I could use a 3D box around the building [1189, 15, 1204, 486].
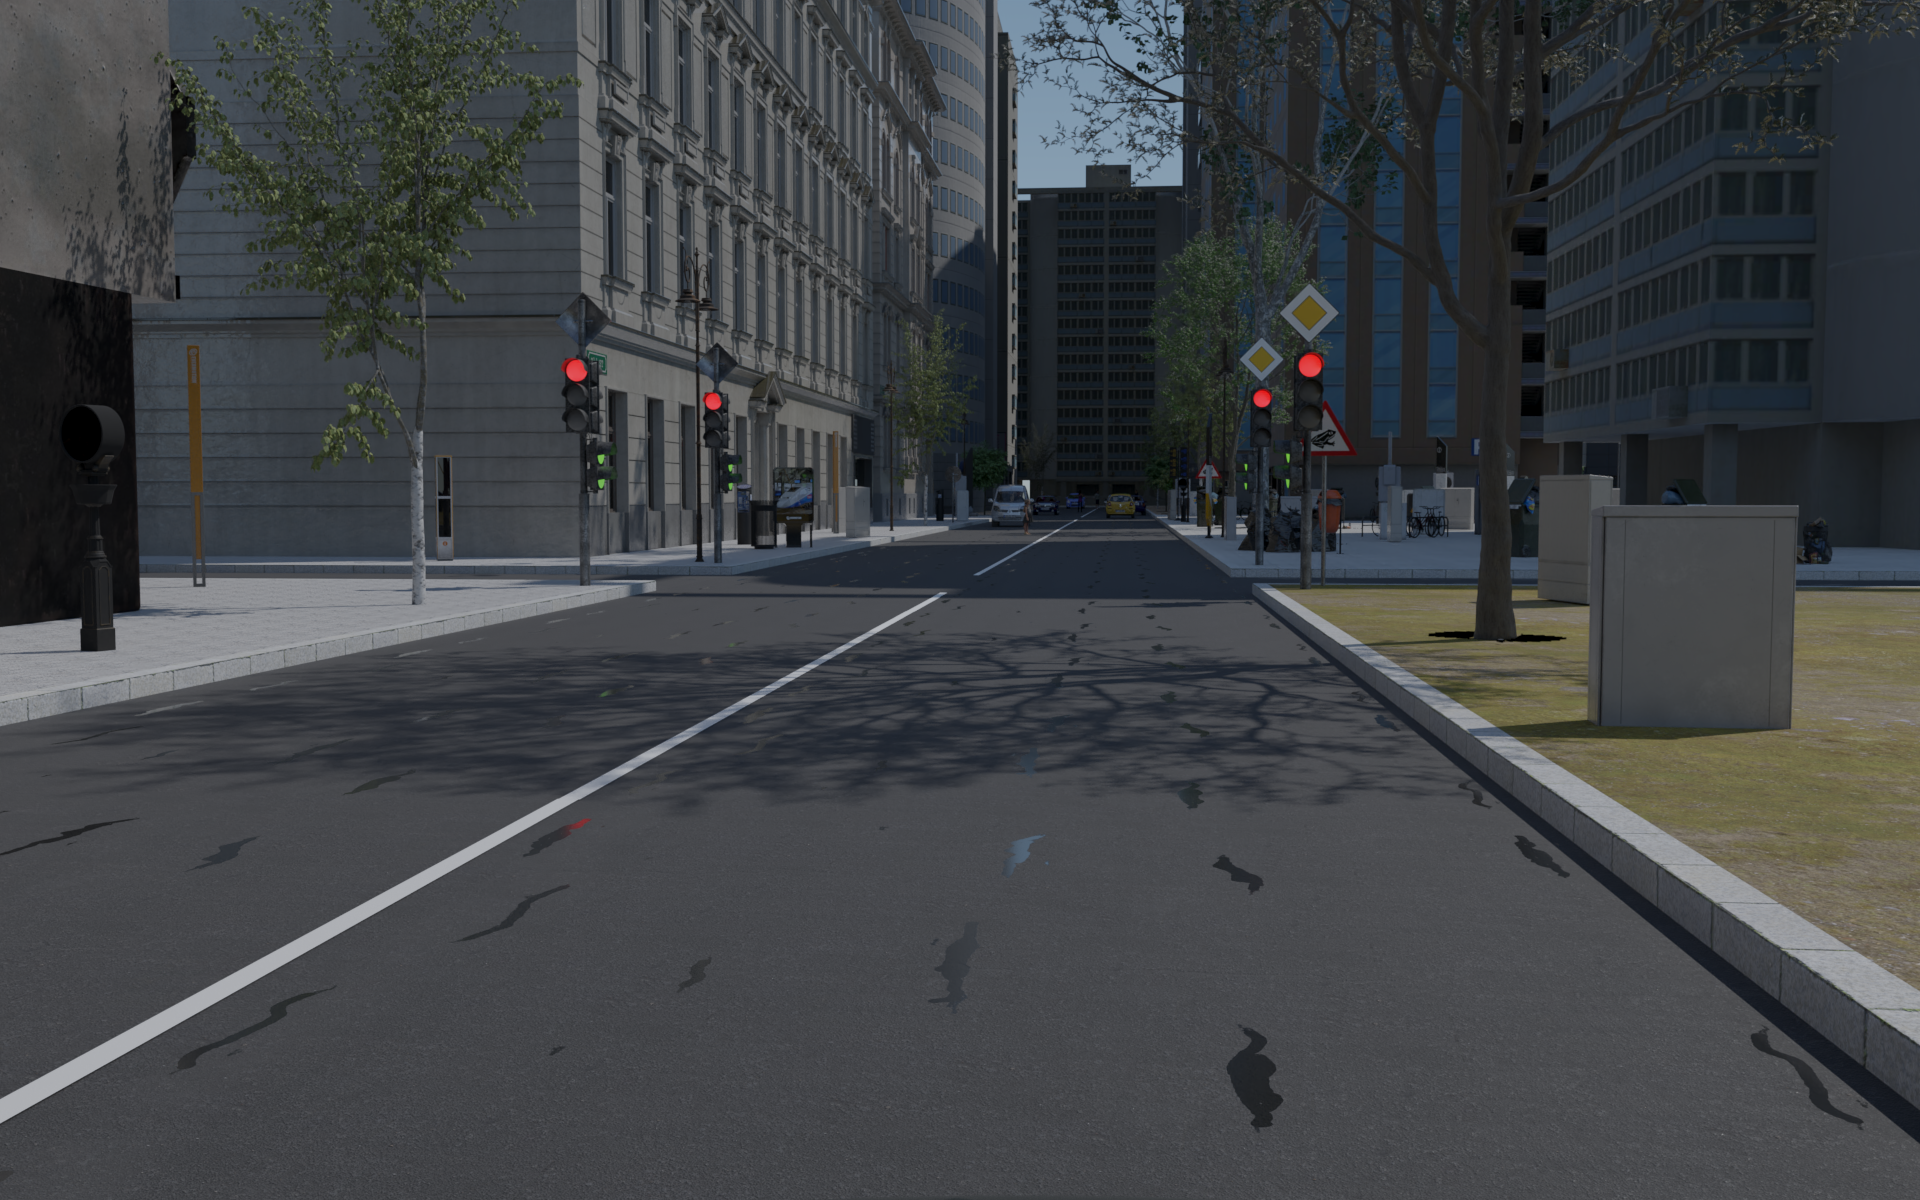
[{"bbox_3d":[29.856,-31.435,133.563,23.786,49.044,30.456,0,4,5],"label":"building"}]

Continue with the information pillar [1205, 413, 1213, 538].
[{"bbox_3d":[7.207,-3.595,50.137,0.183,3.616,0.504,1,4,18],"label":"information pillar"}]

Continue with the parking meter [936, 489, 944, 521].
[{"bbox_3d":[-0.949,-4.503,82.031,0.372,1.533,0.369,0,3,0],"label":"parking meter"}]

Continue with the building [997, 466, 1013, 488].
[{"bbox_3d":[-6.021,-43.244,145.289,20.563,71.187,20.611,0,4,5],"label":"building"}]

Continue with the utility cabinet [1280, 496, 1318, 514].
[{"bbox_3d":[9.237,-2.201,47.140,1.020,1.237,0.306,1,4,12],"label":"utility cabinet"}]

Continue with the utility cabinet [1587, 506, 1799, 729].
[{"bbox_3d":[4.052,0.094,9.618,1.020,1.237,0.306,0,4,8],"label":"utility cabinet"}]

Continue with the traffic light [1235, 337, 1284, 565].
[{"bbox_3d":[5.388,-2.584,31.172,0.839,4.253,0.868,0,4,5],"label":"traffic light"}]

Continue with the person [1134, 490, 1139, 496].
[{"bbox_3d":[14.928,-8.476,147.089,0.705,1.822,1.348,-2,4,-24],"label":"person"}]

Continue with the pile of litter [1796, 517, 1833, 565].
[{"bbox_3d":[15.601,-1.112,32.145,1.719,0.858,1.176,-3,5,-43],"label":"pile of litter"}]

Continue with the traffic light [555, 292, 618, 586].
[{"bbox_3d":[-5.231,-2.154,24.134,0.839,4.253,0.868,0,4,5],"label":"traffic light"}]

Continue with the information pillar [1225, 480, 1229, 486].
[{"bbox_3d":[13.908,-5.246,90.271,0.304,2.012,0.304,2,4,33],"label":"information pillar"}]

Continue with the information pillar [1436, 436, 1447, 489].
[{"bbox_3d":[19.425,-4.805,69.922,0.183,3.616,0.504,-3,4,-37],"label":"information pillar"}]

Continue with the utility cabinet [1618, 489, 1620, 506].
[{"bbox_3d":[25.964,-3.690,69.008,0.318,1.500,1.173,-2,4,-33],"label":"utility cabinet"}]

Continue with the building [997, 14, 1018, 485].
[{"bbox_3d":[-5.468,-33.459,170.751,21.600,48.544,21.300,0,4,5],"label":"building"}]

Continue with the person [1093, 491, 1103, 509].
[{"bbox_3d":[13.074,-9.472,164.151,1.217,1.735,0.721,-2,4,-35],"label":"person"}]

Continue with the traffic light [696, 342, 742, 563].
[{"bbox_3d":[-4.481,-2.640,32.084,0.839,4.253,0.868,0,4,5],"label":"traffic light"}]

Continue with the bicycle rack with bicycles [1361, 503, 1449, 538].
[{"bbox_3d":[13.513,-2.348,51.772,2.925,0.926,2.852,-2,4,-35],"label":"bicycle rack with bicycles"}]

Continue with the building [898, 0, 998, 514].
[{"bbox_3d":[-8.859,-35.424,121.173,21.231,58.520,28.212,0,4,5],"label":"building"}]

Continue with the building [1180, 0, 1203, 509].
[{"bbox_3d":[31.417,-37.953,162.536,21.231,58.520,28.212,0,4,5],"label":"building"}]

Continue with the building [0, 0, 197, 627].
[{"bbox_3d":[-17.796,-8.969,14.097,16.811,18.784,16.820,0,4,5],"label":"building"}]

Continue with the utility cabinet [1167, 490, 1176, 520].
[{"bbox_3d":[10.452,-4.699,85.501,0.318,1.500,1.173,0,4,0],"label":"utility cabinet"}]

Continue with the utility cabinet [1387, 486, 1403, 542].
[{"bbox_3d":[11.673,-2.311,46.469,0.318,1.500,1.173,1,4,9],"label":"utility cabinet"}]

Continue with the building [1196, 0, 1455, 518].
[{"bbox_3d":[22.871,-28.241,111.855,14.600,45.320,14.200,0,4,5],"label":"building"}]

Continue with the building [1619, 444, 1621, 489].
[{"bbox_3d":[61.659,-44.422,164.556,20.611,71.187,20.563,0,4,5],"label":"building"}]

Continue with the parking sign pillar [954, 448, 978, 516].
[{"bbox_3d":[0.346,-6.821,99.989,1.447,3.967,1.447,1,4,19],"label":"parking sign pillar"}]

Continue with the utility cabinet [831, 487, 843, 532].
[{"bbox_3d":[-3.735,-3.001,57.744,1.173,1.500,0.318,-3,5,-40],"label":"utility cabinet"}]

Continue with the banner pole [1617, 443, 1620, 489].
[{"bbox_3d":[29.822,-5.412,78.497,0.401,3.779,0.863,1,4,20],"label":"banner pole"}]

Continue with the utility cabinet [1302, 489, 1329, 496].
[{"bbox_3d":[16.392,-4.361,79.976,1.173,1.500,0.318,2,4,30],"label":"utility cabinet"}]

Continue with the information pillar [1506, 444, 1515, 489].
[{"bbox_3d":[25.185,-5.389,79.469,0.504,3.616,0.183,-1,4,-15],"label":"information pillar"}]

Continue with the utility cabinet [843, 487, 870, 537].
[{"bbox_3d":[-3.008,-2.605,51.275,0.318,1.500,1.173,1,4,19],"label":"utility cabinet"}]

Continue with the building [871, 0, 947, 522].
[{"bbox_3d":[-8.674,-18.483,89.582,14.401,28.519,23.554,0,4,5],"label":"building"}]

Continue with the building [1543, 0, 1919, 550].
[{"bbox_3d":[30.165,-21.668,46.146,23.993,40.220,32.217,0,4,5],"label":"building"}]

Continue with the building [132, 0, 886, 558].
[{"bbox_3d":[-13.407,-17.104,56.058,17.030,29.872,44.131,0,4,5],"label":"building"}]

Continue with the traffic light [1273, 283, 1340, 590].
[{"bbox_3d":[4.638,-2.098,23.222,0.839,4.253,0.868,0,4,5],"label":"traffic light"}]

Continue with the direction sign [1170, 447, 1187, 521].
[{"bbox_3d":[10.518,-5.594,83.462,0.876,3.537,0.379,2,4,26],"label":"direction sign"}]

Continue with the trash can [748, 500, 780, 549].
[{"bbox_3d":[-4.568,-1.755,40.348,0.748,1.137,0.748,0,3,0],"label":"trash can"}]

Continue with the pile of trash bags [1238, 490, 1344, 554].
[{"bbox_3d":[7.572,-1.750,38.371,1.912,1.369,3.447,-1,4,-14],"label":"pile of trash bags"}]

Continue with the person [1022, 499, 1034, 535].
[{"bbox_3d":[2.399,-2.918,60.872,0.373,1.253,0.362,2,4,30],"label":"person"}]

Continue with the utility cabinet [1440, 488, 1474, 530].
[{"bbox_3d":[17.620,-3.230,61.487,1.173,1.500,0.318,3,4,39],"label":"utility cabinet"}]

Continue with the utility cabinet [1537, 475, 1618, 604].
[{"bbox_3d":[7.252,-0.718,20.420,0.318,1.500,1.173,-1,4,-9],"label":"utility cabinet"}]

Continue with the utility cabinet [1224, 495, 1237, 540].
[{"bbox_3d":[7.558,-2.277,48.384,0.306,1.237,1.020,0,4,5],"label":"utility cabinet"}]

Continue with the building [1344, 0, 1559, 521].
[{"bbox_3d":[23.033,-26.786,88.060,14.600,45.320,14.200,0,4,5],"label":"building"}]

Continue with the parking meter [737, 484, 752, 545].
[{"bbox_3d":[-5.461,-2.169,43.880,0.372,1.533,0.369,0,3,0],"label":"parking meter"}]

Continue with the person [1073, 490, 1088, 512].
[{"bbox_3d":[9.434,-7.743,135.774,1.217,1.739,0.721,1,4,17],"label":"person"}]

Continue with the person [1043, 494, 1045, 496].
[{"bbox_3d":[6.483,-7.583,135.711,0.599,1.433,0.991,2,4,29],"label":"person"}]

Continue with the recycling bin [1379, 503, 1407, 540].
[{"bbox_3d":[12.220,-2.225,48.932,0.722,1.027,0.722,1,4,10],"label":"recycling bin"}]

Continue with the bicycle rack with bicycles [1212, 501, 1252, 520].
[{"bbox_3d":[13.832,-4.426,85.743,2.852,0.926,2.925,-1,4,-11],"label":"bicycle rack with bicycles"}]

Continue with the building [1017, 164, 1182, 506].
[{"bbox_3d":[17.591,-31.508,207.037,23.993,40.220,32.217,0,4,5],"label":"building"}]
